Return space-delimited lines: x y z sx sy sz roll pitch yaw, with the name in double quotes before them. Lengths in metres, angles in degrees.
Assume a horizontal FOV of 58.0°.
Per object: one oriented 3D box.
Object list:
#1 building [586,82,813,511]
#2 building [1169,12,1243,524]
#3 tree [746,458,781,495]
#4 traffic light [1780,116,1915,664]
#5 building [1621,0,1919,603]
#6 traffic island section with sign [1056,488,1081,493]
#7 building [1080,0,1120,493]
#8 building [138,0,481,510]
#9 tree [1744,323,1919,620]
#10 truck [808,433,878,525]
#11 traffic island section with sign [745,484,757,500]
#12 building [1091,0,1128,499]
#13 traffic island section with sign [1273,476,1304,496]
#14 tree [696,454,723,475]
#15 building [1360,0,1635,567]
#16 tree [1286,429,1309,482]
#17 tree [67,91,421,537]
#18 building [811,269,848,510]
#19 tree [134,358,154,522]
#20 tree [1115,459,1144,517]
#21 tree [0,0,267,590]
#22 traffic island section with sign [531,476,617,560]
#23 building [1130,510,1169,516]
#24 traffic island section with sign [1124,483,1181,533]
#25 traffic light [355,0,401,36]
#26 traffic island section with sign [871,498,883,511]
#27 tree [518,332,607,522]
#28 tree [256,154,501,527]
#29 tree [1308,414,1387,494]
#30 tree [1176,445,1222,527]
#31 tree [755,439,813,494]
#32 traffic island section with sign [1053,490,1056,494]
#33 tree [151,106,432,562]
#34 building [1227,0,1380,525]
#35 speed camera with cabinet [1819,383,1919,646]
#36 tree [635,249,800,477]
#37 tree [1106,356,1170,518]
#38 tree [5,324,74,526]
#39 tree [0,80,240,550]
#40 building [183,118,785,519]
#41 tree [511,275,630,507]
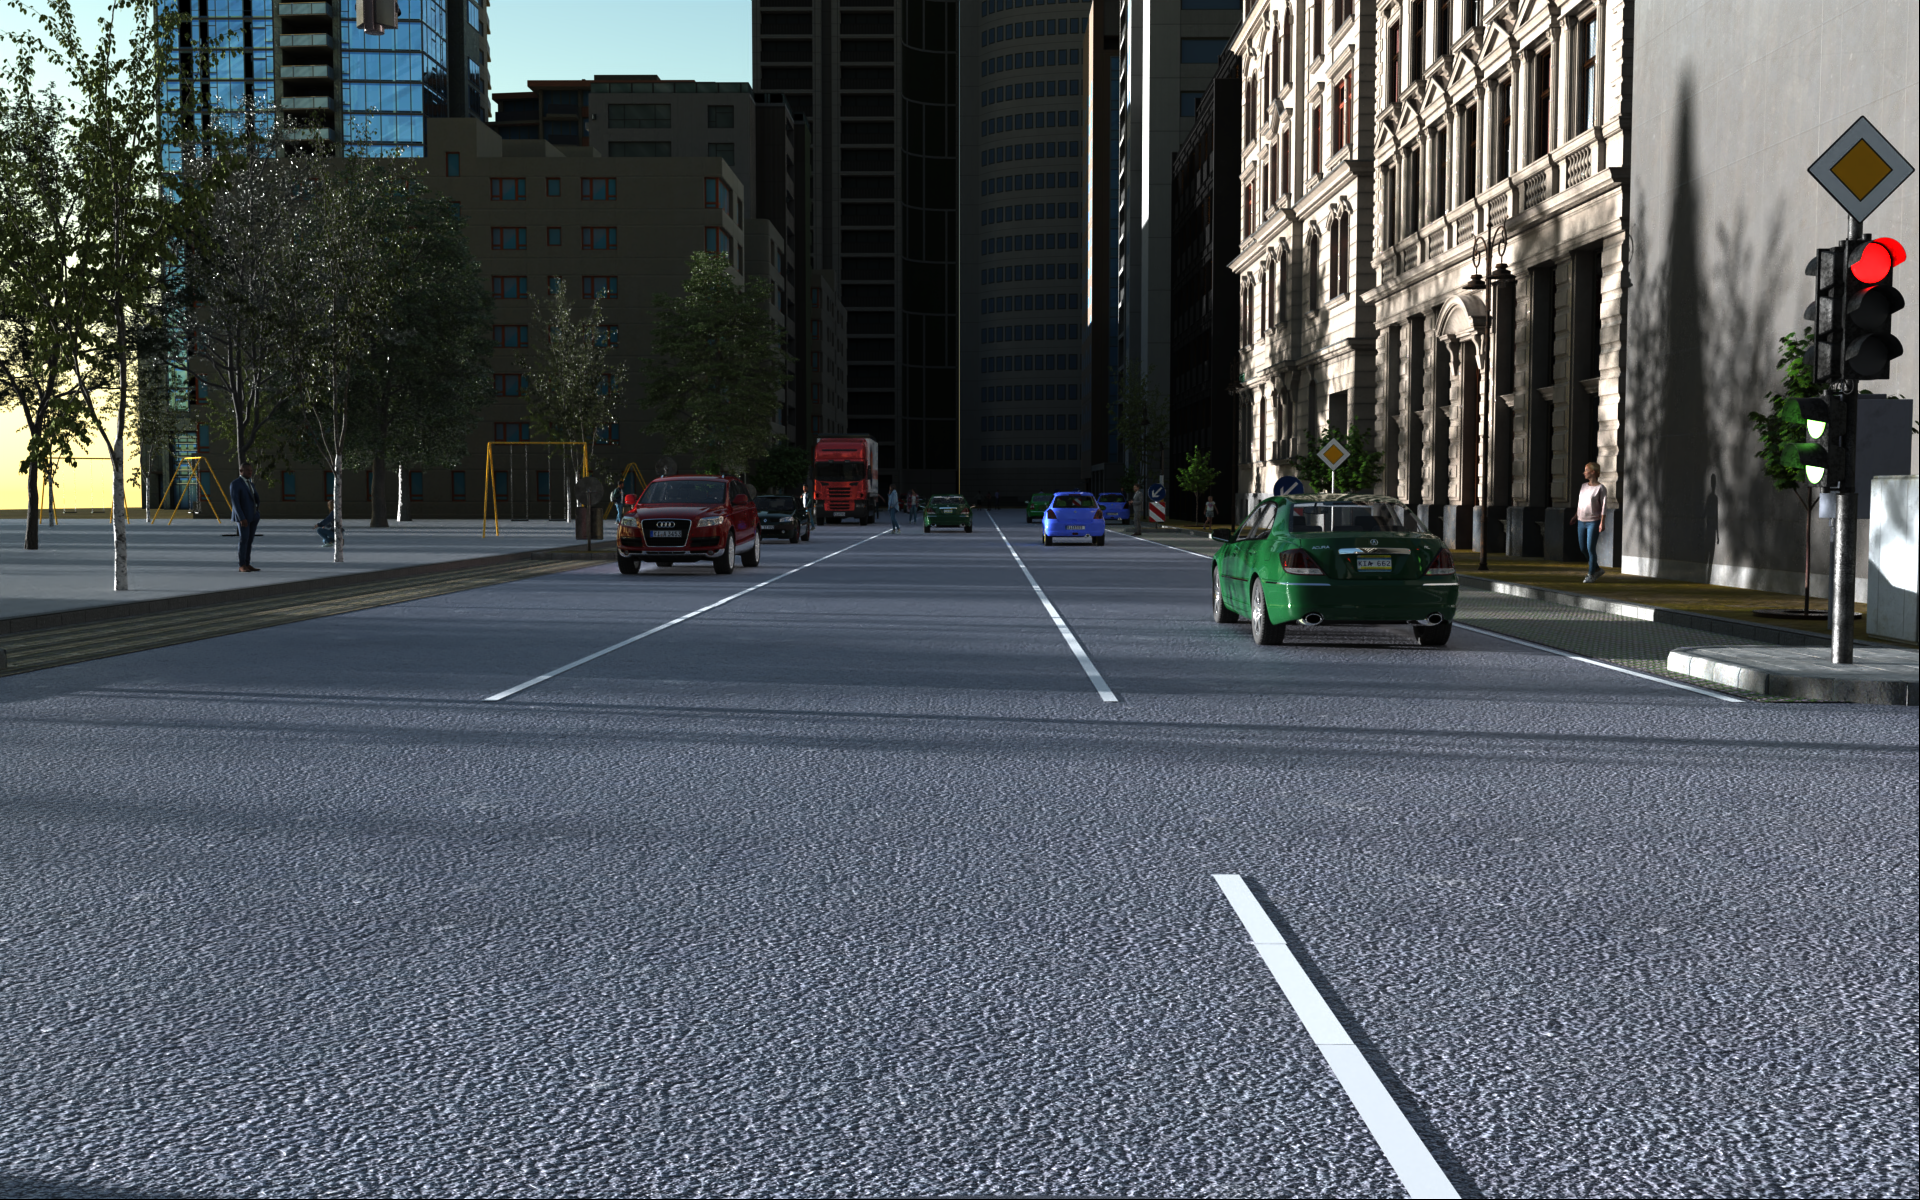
"building" -18.357 -21.619 125.164 14.160 30.474 14.107 0 4 1
"building" 16.816 -15.329 80.315 12.332 23.373 15.834 0 4 1
"tree" -10.677 -5.983 92.416 1.663 3.219 1.824 0 3 0
"traffic light" 6.682 -1.476 13.047 0.839 4.253 0.868 0 4 1
"building" 25.545 -12.298 20.132 30.058 24.678 14.314 0 4 1
"traffic island section with sign" 7.641 -6.544 115.627 1.989 1.847 2.006 0 4 1
"building" 18.279 -30.897 155.278 14.600 45.320 14.200 0 4 1
"building" -55.160 -51.256 150.714 31.000 86.520 22.319 0 4 1
"tree" 8.767 -1.424 17.881 1.663 3.219 1.824 0 3 0
"truck" -5.391 -5.718 82.398 2.839 4.237 11.283 0 3 0
"traffic island section with sign" -8.027 -3.486 65.622 1.989 1.847 2.006 0 4 1
"building" 21.448 -42.742 137.087 20.563 71.187 20.611 0 4 1
"traffic island section with sign" 6.943 -1.789 37.885 1.989 1.847 2.006 0 4 1
"tree" -10.732 -4.962 75.726 1.663 3.219 1.824 0 3 0
"building" 16.270 -12.834 38.720 11.050 23.489 19.941 0 4 1
"tree" 9.414 -3.040 44.303 1.663 3.219 1.824 0 3 0
"tree" -21.701 -8.684 52.356 12.009 13.543 11.850 0 3 0
"building" -25.230 -18.676 150.392 28.899 21.520 27.650 0 4 1
"tree" -37.058 -7.881 79.213 4.360 8.622 3.978 0 3 0
"tree" 9.610 -6.249 96.776 1.663 3.219 1.824 0 3 0
"tree" -11.433 -4.432 22.829 4.737 8.622 4.395 0 3 0
"traffic island section with sign" -8.268 -1.817 38.333 1.989 1.847 2.006 0 4 1
"building" 21.410 -34.882 112.325 21.231 58.520 28.212 0 4 1
"traffic island section with sign" 7.185 -3.438 64.839 1.989 1.847 2.006 0 4 1
"traffic light" -6.686 -2.356 13.184 4.771 5.953 1.251 0 4 1
"traffic island section with sign" -7.351 -8.229 143.178 1.989 1.847 2.006 0 4 1
"tree" -17.739 -7.817 78.177 4.737 8.622 4.395 0 3 0
"tree" -22.477 -9.799 66.876 9.857 13.997 8.962 0 3 0
"tree" 9.569 -2.895 41.928 1.663 3.219 1.824 0 3 0
"tree" 9.273 -4.490 68.018 1.663 3.219 1.824 0 3 0
"tree" -10.126 -7.101 99.811 4.285 4.588 4.351 0 3 0
"traffic island section with sign" 7.871 -8.194 142.604 1.989 1.847 2.006 0 4 1
"tree" -11.958 -5.028 32.567 4.360 8.622 3.978 0 3 0
"building" 17.633 -16.703 60.492 14.401 28.519 23.554 0 4 1
"speed camera with cabinet" 8.407 -1.293 15.472 0.660 3.252 2.038 0 4 4
"tree" -11.424 -9.975 81.214 7.486 12.596 7.792 0 3 0
"tree" 9.610 -8.655 91.874 4.737 8.622 4.395 0 3 0
"tree" -35.831 -7.227 68.526 4.360 8.622 3.978 0 3 0
"tree" -21.303 -6.430 39.539 8.767 10.594 7.601 -3 5 -42
"building" -25.883 -15.814 103.602 27.650 21.520 28.899 0 4 1
"tree" -12.803 -6.574 57.841 4.360 8.622 3.978 0 3 0
